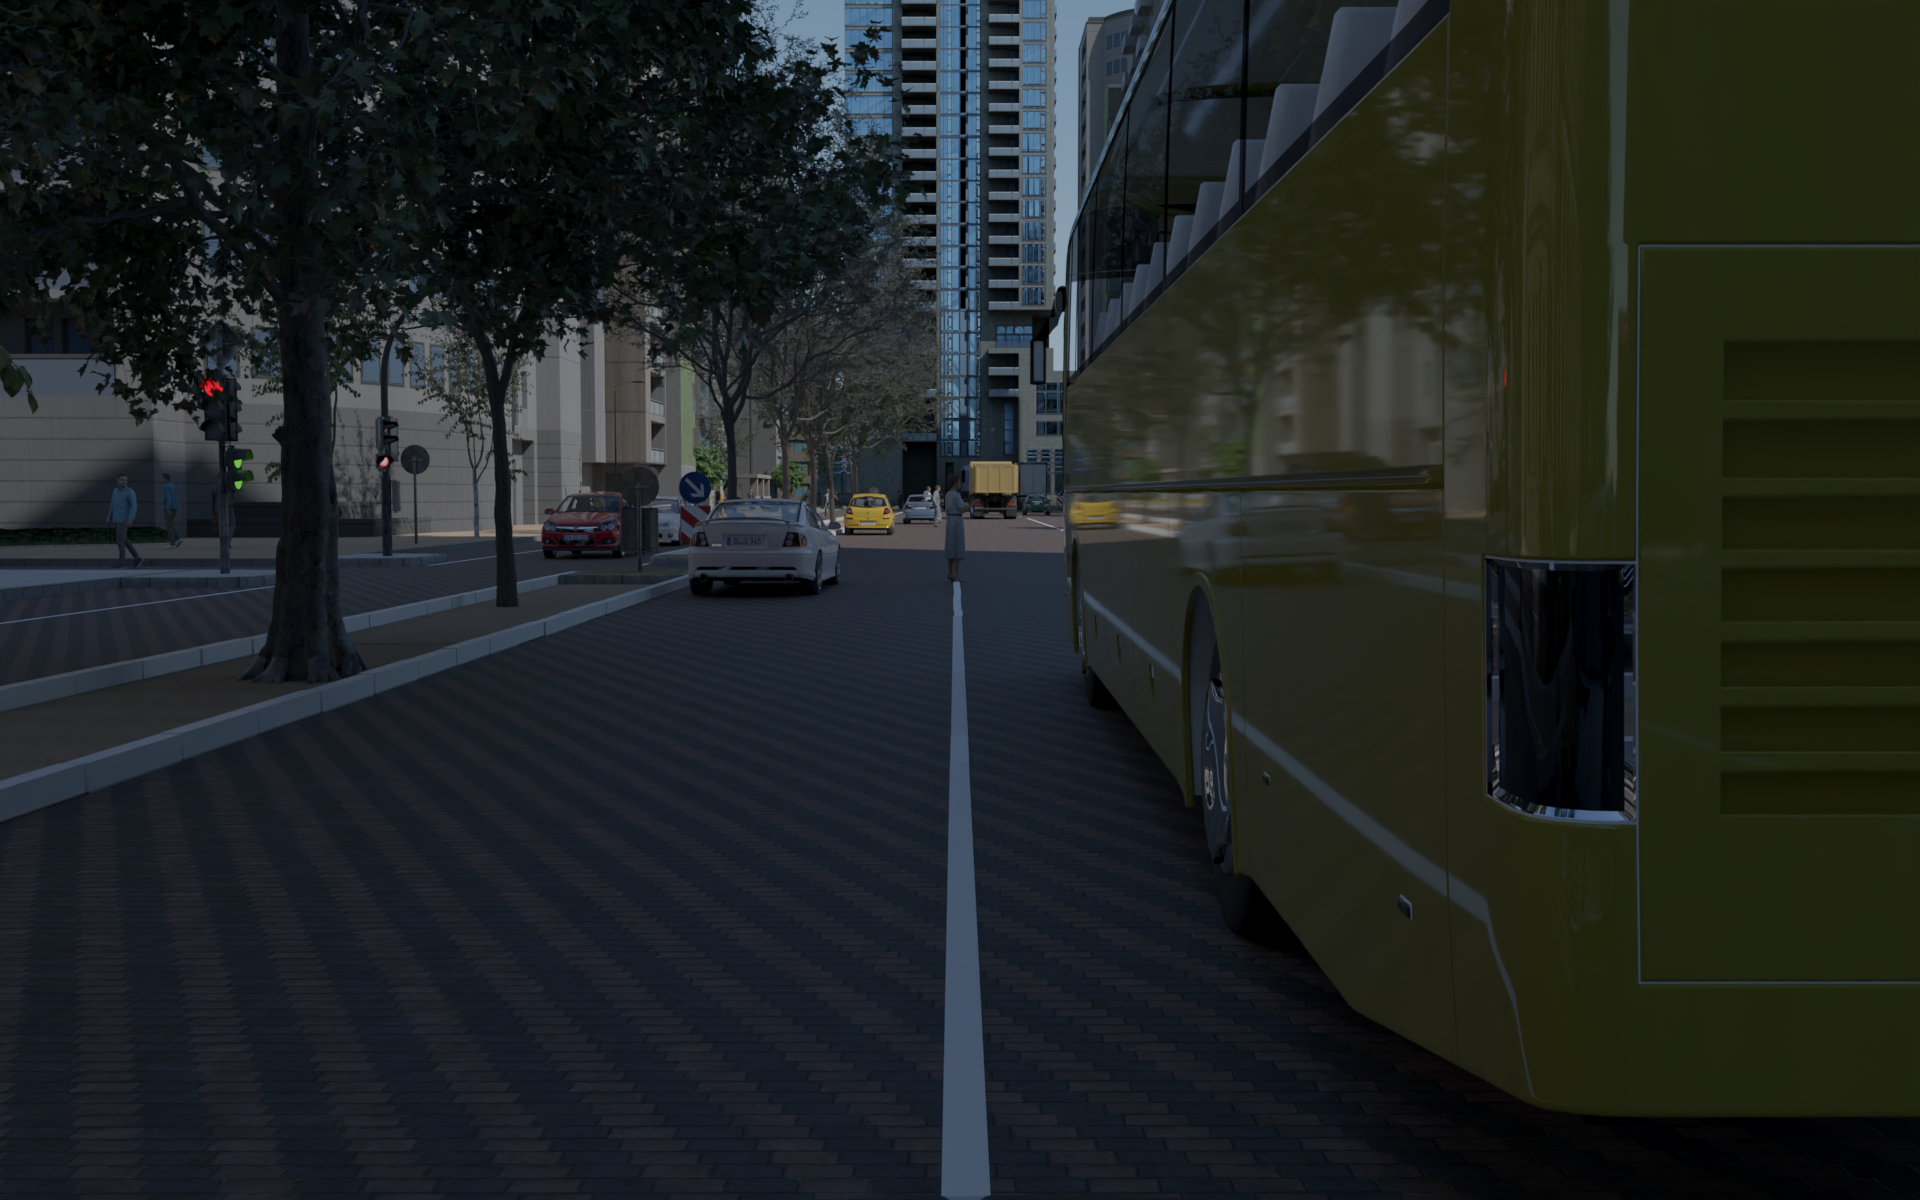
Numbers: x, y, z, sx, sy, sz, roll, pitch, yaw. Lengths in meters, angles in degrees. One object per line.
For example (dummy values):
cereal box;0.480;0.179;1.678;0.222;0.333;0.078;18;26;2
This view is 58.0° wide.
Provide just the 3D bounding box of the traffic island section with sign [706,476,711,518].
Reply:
traffic island section with sign;-5.342;-1.680;35.604;2.006;1.907;1.989;0;4;0

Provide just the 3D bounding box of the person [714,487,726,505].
person;-15.877;-6.579;113.628;1.348;1.822;0.705;2;4;24

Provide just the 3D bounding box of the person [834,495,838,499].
person;-10.925;-8.415;146.786;1.217;1.736;0.721;0;4;-6

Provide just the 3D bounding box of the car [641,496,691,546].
car;-8.587;-2.266;49.403;2.083;1.381;4.827;0;4;1

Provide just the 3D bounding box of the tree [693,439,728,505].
tree;-15.239;-7.270;102.583;4.285;4.588;4.351;0;3;0

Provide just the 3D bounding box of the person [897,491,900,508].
person;-6.195;-10.359;178.585;0.721;1.736;1.217;-2;4;-31

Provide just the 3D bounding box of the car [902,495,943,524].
car;-1.825;-4.388;83.749;2.014;1.417;4.499;0;4;1

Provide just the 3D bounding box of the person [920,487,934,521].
person;-1.757;-5.047;91.118;0.850;1.850;0.679;2;4;30

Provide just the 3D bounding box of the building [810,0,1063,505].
building;-1.731;-54.716;207.280;31.000;86.520;22.319;0;4;0

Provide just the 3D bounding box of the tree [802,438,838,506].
tree;-15.011;-14.544;188.164;4.737;8.622;4.395;0;3;0

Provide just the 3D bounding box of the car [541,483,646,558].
car;-8.431;-1.900;40.101;2.155;1.783;4.494;0;4;0

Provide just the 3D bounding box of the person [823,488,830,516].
person;-8.331;-6.194;109.754;0.794;1.824;0.713;2;4;32

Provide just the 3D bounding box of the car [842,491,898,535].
car;-3.206;-3.143;61.606;2.015;1.641;3.980;0;4;-1

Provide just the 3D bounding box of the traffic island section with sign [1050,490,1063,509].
traffic island section with sign;9.397;-9.631;166.092;1.989;1.847;2.006;0;4;0

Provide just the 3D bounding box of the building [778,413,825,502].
building;-31.688;-22.429;211.749;28.899;21.520;27.650;0;4;0

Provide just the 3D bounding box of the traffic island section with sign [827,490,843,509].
traffic island section with sign;-11.917;-9.554;164.840;1.989;1.847;2.006;0;4;0

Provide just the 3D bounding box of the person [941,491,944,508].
person;-1.822;-10.356;178.537;1.217;1.743;0.721;-1;4;-22

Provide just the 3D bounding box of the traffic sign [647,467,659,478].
traffic sign;-14.434;-4.935;80.800;0.768;2.556;0.104;1;4;9

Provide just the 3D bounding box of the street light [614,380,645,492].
street light;-13.515;-6.003;70.684;1.470;5.913;1.316;0;4;0

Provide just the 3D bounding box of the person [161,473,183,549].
person;-18.556;-2.102;40.749;0.444;1.785;0.601;0;4;6

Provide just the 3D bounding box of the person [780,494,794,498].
person;-17.162;-10.128;171.715;1.350;1.814;0.705;0;4;-1

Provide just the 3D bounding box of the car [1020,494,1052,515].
car;5.176;-6.467;117.530;2.131;1.459;4.920;0;4;1

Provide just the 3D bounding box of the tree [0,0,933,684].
tree;-5.063;-5.735;13.229;9.611;12.733;9.660;0;3;0

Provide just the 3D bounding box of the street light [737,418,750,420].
street light;-13.489;-8.127;105.413;1.470;5.913;1.316;0;4;0

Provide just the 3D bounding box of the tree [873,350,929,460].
tree;-5.501;-8.473;75.405;8.767;10.594;7.601;0;4;0

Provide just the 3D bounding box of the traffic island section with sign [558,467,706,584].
traffic island section with sign;-5.331;-1.227;28.197;2.006;1.907;1.989;0;4;0

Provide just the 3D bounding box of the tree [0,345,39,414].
tree;-4.958;-3.258;6.093;4.737;8.622;4.395;0;3;0

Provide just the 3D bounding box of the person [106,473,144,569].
person;-15.964;-1.518;33.180;0.638;1.841;0.748;3;4;38

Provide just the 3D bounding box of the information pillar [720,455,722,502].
information pillar;-14.438;-6.937;104.767;0.183;3.616;0.504;0;4;-3

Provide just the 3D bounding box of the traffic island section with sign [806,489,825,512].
traffic island section with sign;-11.843;-7.894;137.690;1.989;1.847;2.006;0;4;0

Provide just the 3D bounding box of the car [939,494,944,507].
car;-1.741;-10.037;174.320;2.015;1.641;3.980;0;4;0

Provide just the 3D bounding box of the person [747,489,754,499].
person;-16.067;-7.708;132.995;0.541;1.710;0.530;-2;4;-25

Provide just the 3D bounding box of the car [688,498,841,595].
car;-2.875;-0.836;26.027;2.083;1.381;4.827;0;4;2

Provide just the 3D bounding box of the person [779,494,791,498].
person;-16.294;-9.519;161.671;1.348;1.826;0.705;-2;4;-33

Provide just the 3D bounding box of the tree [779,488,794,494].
tree;-15.318;-9.771;154.350;1.663;3.219;1.824;0;3;0

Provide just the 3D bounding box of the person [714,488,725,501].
person;-15.754;-6.611;114.844;1.217;1.736;0.721;0;4;-5

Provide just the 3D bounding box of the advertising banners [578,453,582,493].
advertising banners;-14.502;-4.278;66.135;0.090;3.025;2.074;-1;4;-10

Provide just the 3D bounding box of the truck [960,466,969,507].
truck;1.236;-10.357;159.102;2.967;4.110;18.799;0;4;2

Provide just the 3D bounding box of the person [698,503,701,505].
person;-17.187;-6.435;114.481;0.599;1.433;0.991;-3;5;-43

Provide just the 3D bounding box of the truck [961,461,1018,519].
truck;1.878;-6.483;101.926;3.469;3.379;9.791;0;4;-1

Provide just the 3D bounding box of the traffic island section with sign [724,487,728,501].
traffic island section with sign;-11.706;-4.874;88.318;1.989;1.847;2.006;0;4;0

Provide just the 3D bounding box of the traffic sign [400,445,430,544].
traffic sign;-14.062;-2.728;44.707;0.768;2.556;0.104;0;4;2

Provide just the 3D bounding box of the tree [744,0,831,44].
tree;-5.472;-7.855;41.255;12.009;13.543;11.850;0;3;0

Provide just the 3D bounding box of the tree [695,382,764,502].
tree;-14.799;-9.701;108.981;4.360;8.622;3.978;0;3;0

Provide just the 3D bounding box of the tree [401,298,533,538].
tree;-14.214;-6.127;50.547;4.360;8.622;3.978;0;3;0

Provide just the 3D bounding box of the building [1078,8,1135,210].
building;28.746;-40.702;207.478;28.212;58.520;21.231;0;4;0

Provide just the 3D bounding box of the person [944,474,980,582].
person;0.002;-1.168;28.172;0.524;1.755;0.480;-2;4;-32

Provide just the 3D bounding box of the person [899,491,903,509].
person;-5.812;-9.839;170.288;0.530;1.710;0.541;2;4;31

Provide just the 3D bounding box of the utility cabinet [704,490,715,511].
utility cabinet;-14.428;-5.557;99.535;0.318;1.500;1.173;-2;4;-24

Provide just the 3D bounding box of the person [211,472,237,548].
person;-17.464;-2.145;41.076;0.622;1.834;0.822;-1;4;-9

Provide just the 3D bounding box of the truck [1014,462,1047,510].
truck;6.252;-10.265;156.739;2.839;4.237;11.283;0;4;-1

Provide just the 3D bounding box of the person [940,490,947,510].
person;-1.267;-8.958;154.900;1.348;1.831;0.705;-1;4;-9

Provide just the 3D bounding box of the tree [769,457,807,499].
tree;-14.996;-10.247;151.253;4.285;4.588;4.351;0;3;0

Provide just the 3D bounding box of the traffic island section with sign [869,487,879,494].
traffic island section with sign;-5.557;-6.276;110.742;2.006;1.907;1.989;0;4;0

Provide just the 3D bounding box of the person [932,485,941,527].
person;-1.018;-4.080;75.309;0.391;1.810;0.635;0;4;-4

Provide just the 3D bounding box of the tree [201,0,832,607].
tree;-5.715;-5.206;21.982;8.767;10.594;7.601;0;4;0
